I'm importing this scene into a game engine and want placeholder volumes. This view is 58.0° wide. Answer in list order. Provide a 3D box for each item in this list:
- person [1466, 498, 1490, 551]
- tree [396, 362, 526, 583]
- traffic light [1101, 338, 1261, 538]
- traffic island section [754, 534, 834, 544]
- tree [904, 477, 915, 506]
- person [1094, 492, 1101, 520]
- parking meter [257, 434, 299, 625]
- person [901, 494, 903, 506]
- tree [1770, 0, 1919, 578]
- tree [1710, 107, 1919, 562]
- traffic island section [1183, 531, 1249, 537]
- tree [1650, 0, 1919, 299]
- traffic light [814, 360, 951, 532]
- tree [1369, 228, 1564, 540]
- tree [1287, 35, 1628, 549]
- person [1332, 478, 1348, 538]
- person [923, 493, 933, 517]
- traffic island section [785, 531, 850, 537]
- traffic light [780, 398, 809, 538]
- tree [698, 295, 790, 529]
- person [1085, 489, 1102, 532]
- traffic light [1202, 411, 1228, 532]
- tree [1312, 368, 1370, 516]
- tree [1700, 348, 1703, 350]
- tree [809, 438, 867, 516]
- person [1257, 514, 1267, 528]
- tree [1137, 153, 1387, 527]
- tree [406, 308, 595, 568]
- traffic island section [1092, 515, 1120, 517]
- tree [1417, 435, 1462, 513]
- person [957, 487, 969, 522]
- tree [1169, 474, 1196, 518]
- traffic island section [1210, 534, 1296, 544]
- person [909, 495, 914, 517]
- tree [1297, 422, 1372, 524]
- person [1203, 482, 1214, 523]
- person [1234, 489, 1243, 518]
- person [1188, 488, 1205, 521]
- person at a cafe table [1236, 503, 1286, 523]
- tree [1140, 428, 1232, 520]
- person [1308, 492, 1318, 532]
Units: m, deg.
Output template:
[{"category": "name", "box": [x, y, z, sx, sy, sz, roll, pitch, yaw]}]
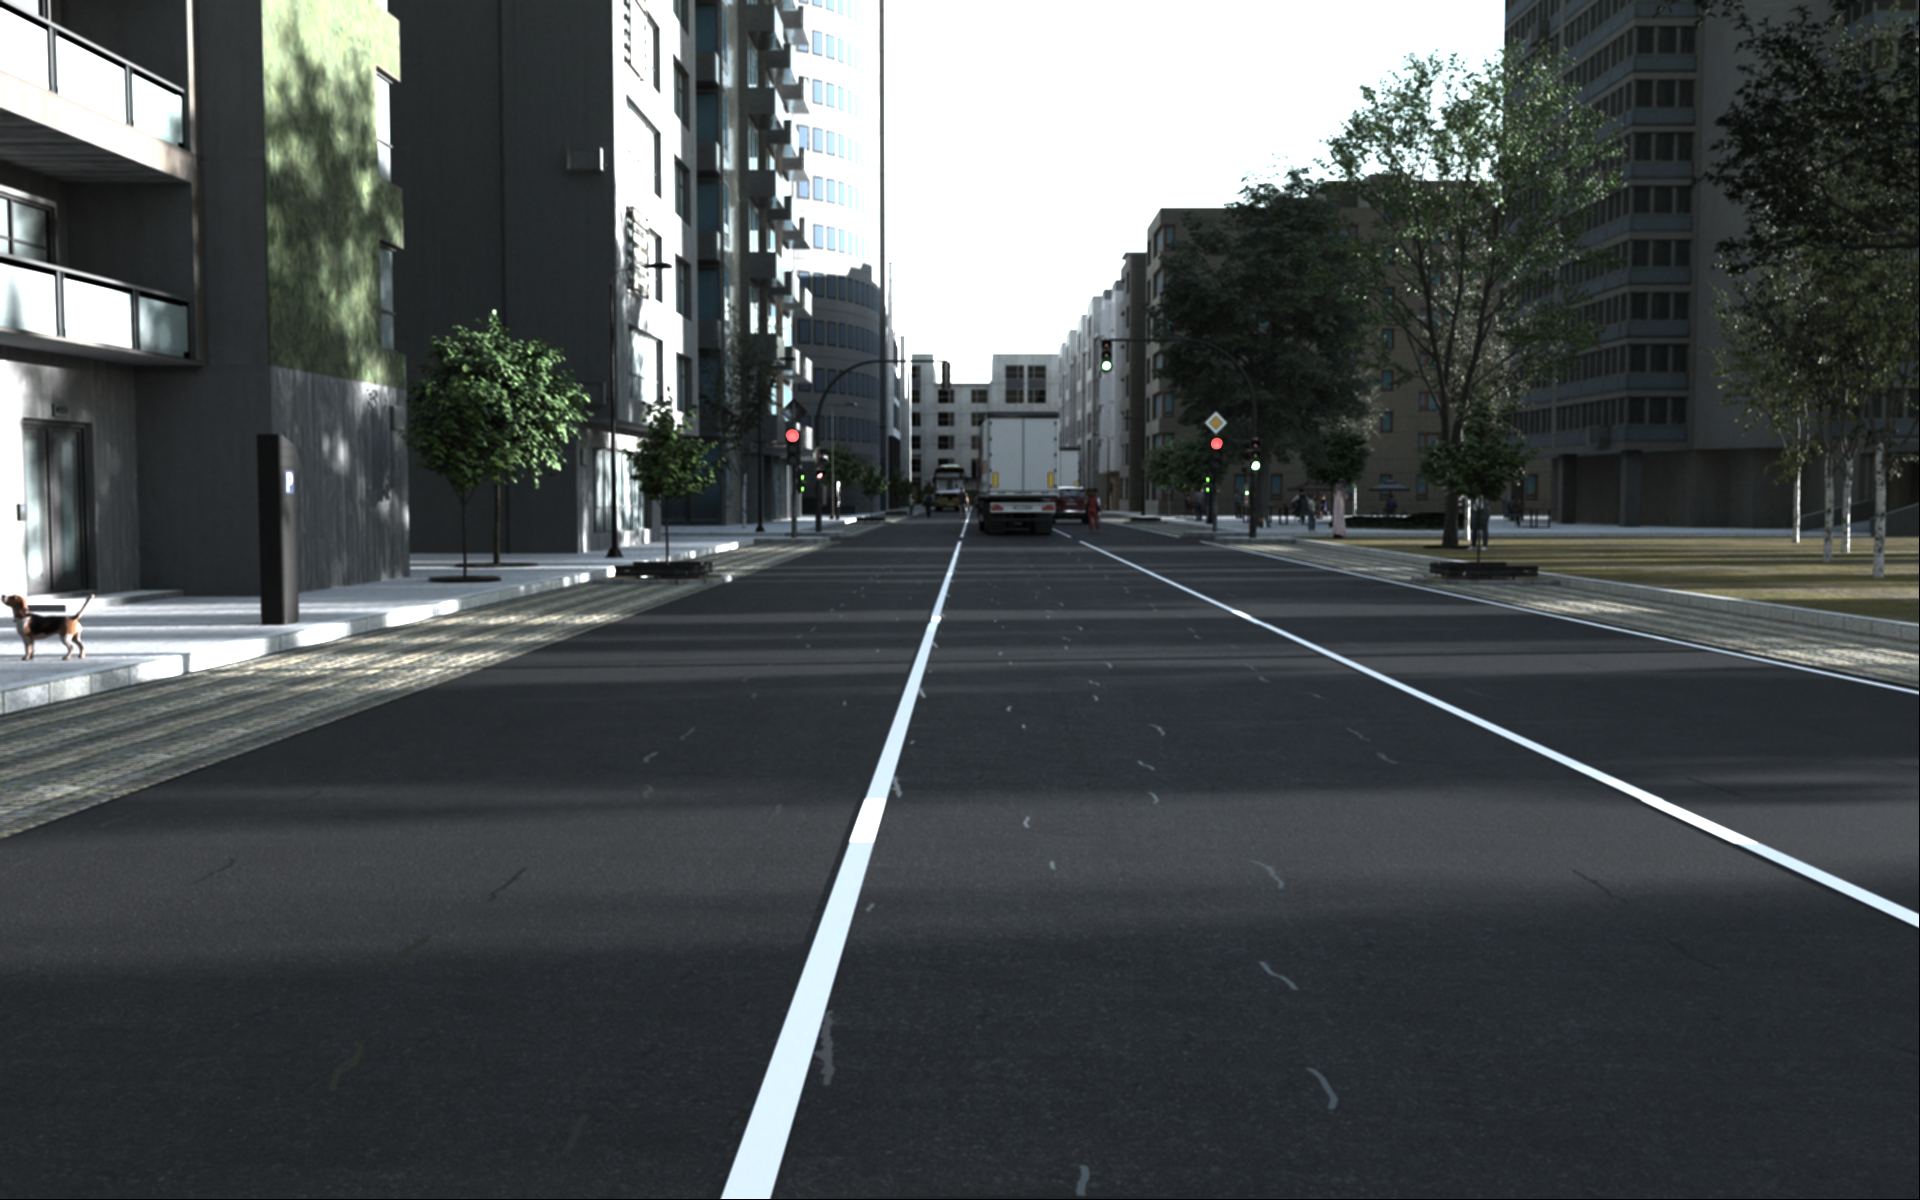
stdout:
[{"category": "person", "box": [11.807, -1.988, 39.262, 0.376, 1.734, 0.841, -3, 5, -41]}, {"category": "tree", "box": [-7.181, -1.890, 25.497, 1.663, 3.219, 1.824, 0, 3, 0]}, {"category": "traffic light", "box": [6.471, -4.644, 50.598, 4.771, 5.953, 1.251, 0, 4, 1]}, {"category": "traffic island section", "box": [-4.897, -1.754, 50.960, 2.009, 0.180, 2.903, 0, 4, 1]}, {"category": "tree", "box": [-5.574, -12.080, 192.103, 1.663, 3.219, 1.824, 0, 3, 0]}, {"category": "person", "box": [7.608, -5.249, 96.535, 0.499, 1.552, 0.429, 0, 4, 6]}, {"category": "parking meter", "box": [-6.741, -0.698, 17.126, 0.255, 1.863, 0.399, 0, 4, -1]}, {"category": "person", "box": [-6.205, -10.841, 186.517, 0.599, 1.433, 0.991, 1, 4, 15]}, {"category": "tree", "box": [14.100, -4.633, 26.108, 4.737, 8.622, 4.395, 0, 3, 0]}, {"category": "tree", "box": [16.239, -5.007, 32.229, 4.360, 8.622, 3.978, 0, 3, 0]}, {"category": "traffic island section", "box": [8.675, -2.235, 58.820, 2.009, 0.180, 2.903, 0, 4, 1]}, {"category": "tree", "box": [10.385, -5.008, 16.293, 7.601, 10.594, 8.767, 3, 5, 40]}, {"category": "traffic light", "box": [-2.693, -5.147, 58.826, 4.771, 5.953, 1.251, 0, 4, 1]}, {"category": "tree", "box": [14.122, -5.945, 47.561, 4.360, 8.622, 3.978, 0, 3, 0]}, {"category": "tree", "box": [11.574, -7.021, 40.544, 9.928, 11.665, 9.643, 0, 3, 0]}, {"category": "person", "box": [11.054, -2.668, 50.330, 0.621, 1.740, 0.551, -2, 4, -32]}, {"category": "person", "box": [-2.050, -5.922, 108.021, 0.600, 1.496, 0.574, -2, 4, -30]}, {"category": "traffic island section", "box": [-4.826, -2.242, 58.945, 2.009, 0.180, 2.903, 0, 4, 1]}, {"category": "traffic light", "box": [-4.857, -3.786, 50.825, 0.839, 4.253, 0.868, 0, 4, 1]}, {"category": "tree", "box": [-8.152, -6.959, 64.134, 4.360, 8.622, 3.978, 0, 3, 0]}, {"category": "person", "box": [5.001, -3.356, 65.075, 0.593, 1.614, 0.444, 2, 4, 31]}, {"category": "traffic light", "box": [8.635, -4.268, 58.706, 0.839, 4.253, 0.868, 0, 4, 1]}, {"category": "tree", "box": [22.079, -9.013, 97.731, 4.360, 8.622, 3.978, 0, 3, 0]}, {"category": "tree", "box": [21.949, -5.836, 45.785, 4.737, 8.622, 4.395, 0, 3, 0]}, {"category": "tree", "box": [-7.179, -7.189, 101.249, 4.285, 4.588, 4.351, 0, 3, 0]}, {"category": "person", "box": [11.469, -3.013, 65.776, 0.357, 0.543, 0.381, 1, 4, 19]}, {"category": "tree", "box": [11.708, -9.794, 66.783, 9.857, 13.997, 8.962, 0, 3, 0]}, {"category": "tree", "box": [-8.218, -2.871, 30.661, 4.285, 4.588, 4.351, 0, 3, 0]}, {"category": "traffic island section", "box": [9.142, -5.368, 110.633, 1.991, 0.108, 1.994, 0, 4, 1]}, {"category": "tree", "box": [29.686, -7.263, 102.457, 4.285, 4.588, 4.351, 0, 3, 0]}, {"category": "person", "box": [0.172, -4.994, 90.285, 0.598, 1.807, 0.434, 2, 4, 29]}, {"category": "tree", "box": [11.868, -5.930, 91.561, 1.663, 3.219, 1.824, 0, 3, 0]}, {"category": "traffic island section", "box": [8.603, -1.746, 50.835, 2.009, 0.180, 2.903, 0, 4, 1]}, {"category": "person", "box": [-3.059, -5.922, 109.226, 0.435, 1.345, 0.340, 1, 4, 20]}, {"category": "tree", "box": [16.380, -5.623, 75.658, 4.285, 4.588, 4.351, 0, 3, 0]}, {"category": "person", "box": [11.096, -4.346, 77.223, 0.598, 1.807, 0.434, 0, 4, -7]}, {"category": "person", "box": [14.634, -5.062, 91.021, 0.499, 1.552, 0.429, -2, 4, -34]}, {"category": "person", "box": [11.148, -4.465, 80.997, 0.963, 1.587, 0.435, -2, 4, -32]}, {"category": "person at a cafe table", "box": [13.310, -4.044, 76.986, 1.698, 1.238, 1.726, 0, 4, -5]}, {"category": "tree", "box": [11.917, -6.221, 85.432, 4.285, 4.588, 4.351, 0, 3, 0]}, {"category": "person", "box": [11.845, -2.945, 58.110, 0.340, 1.345, 0.435, 1, 4, 11]}]
